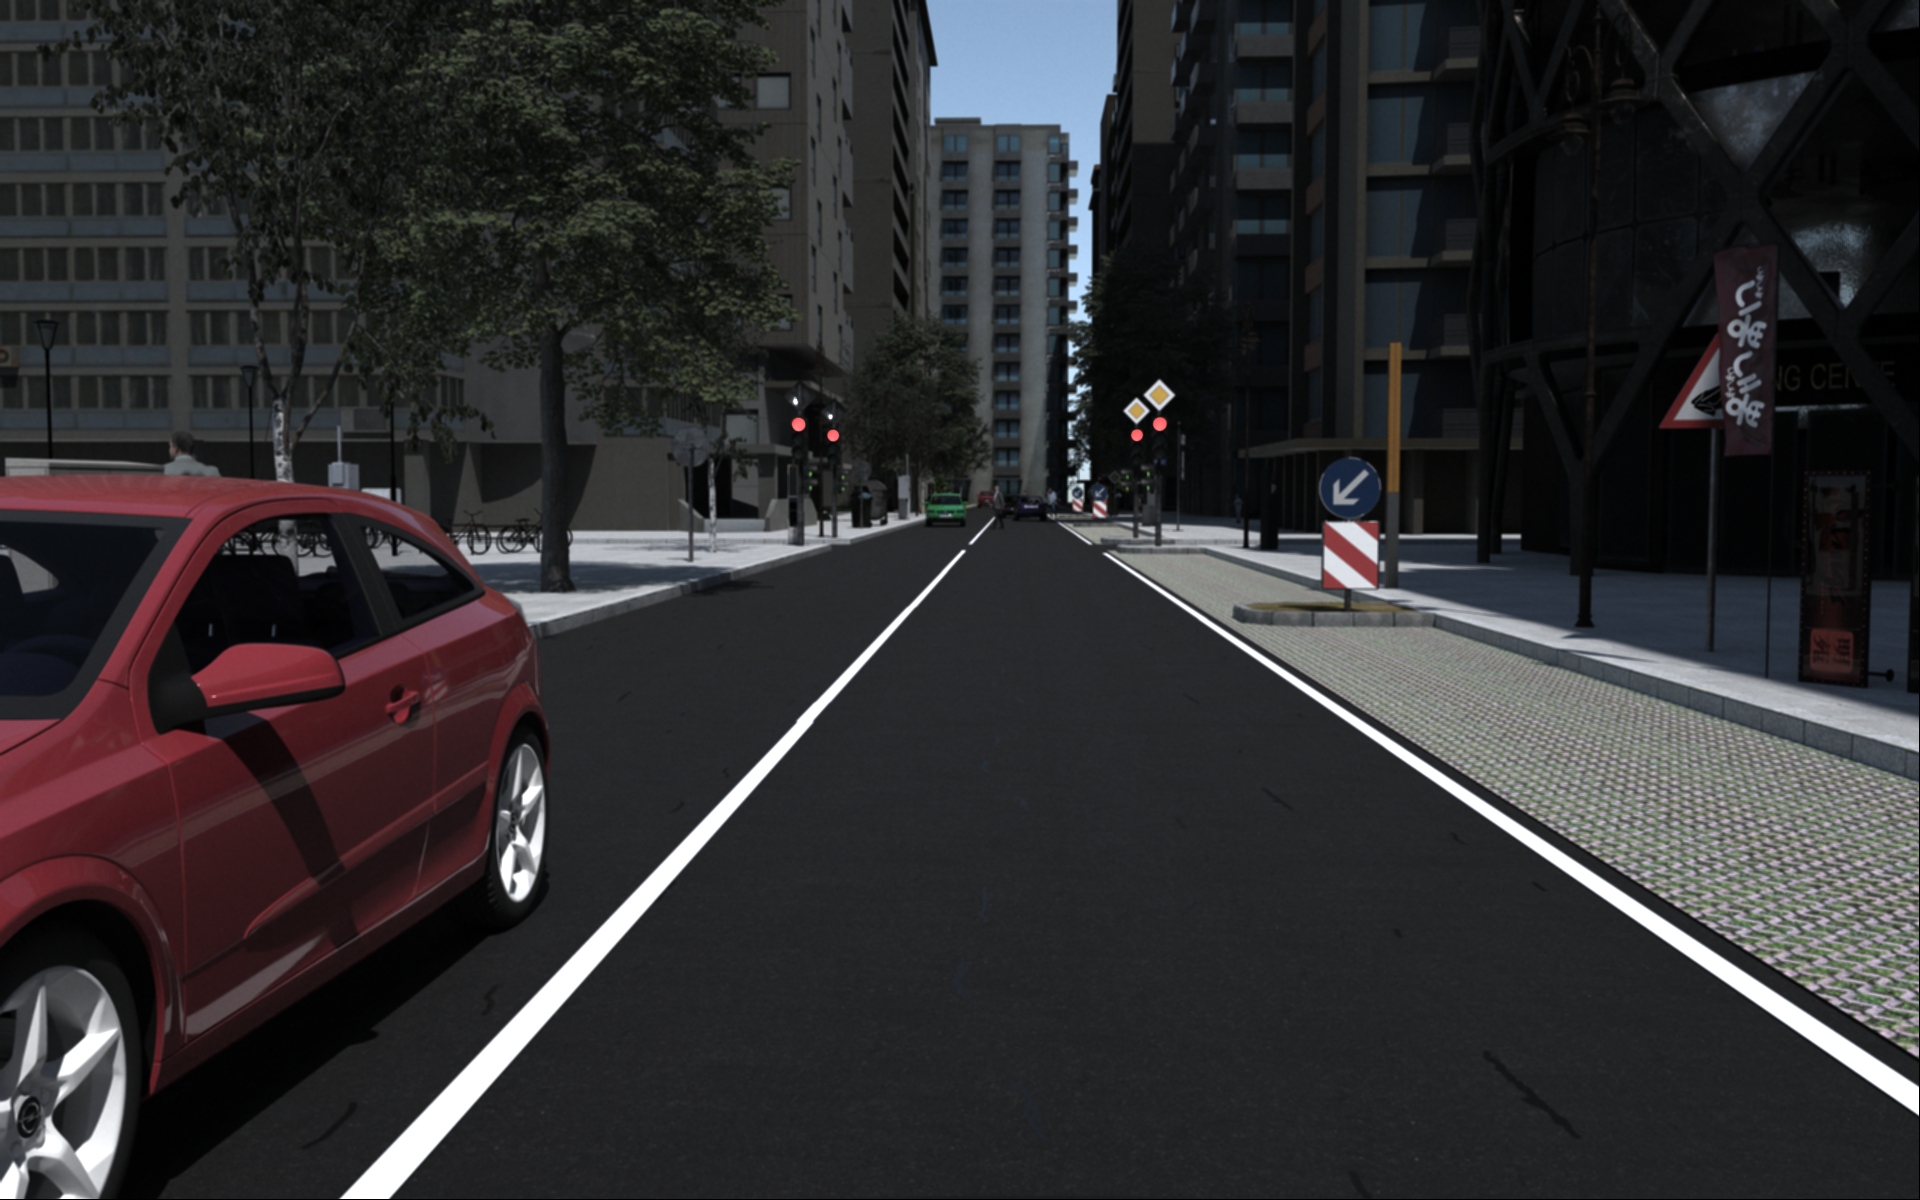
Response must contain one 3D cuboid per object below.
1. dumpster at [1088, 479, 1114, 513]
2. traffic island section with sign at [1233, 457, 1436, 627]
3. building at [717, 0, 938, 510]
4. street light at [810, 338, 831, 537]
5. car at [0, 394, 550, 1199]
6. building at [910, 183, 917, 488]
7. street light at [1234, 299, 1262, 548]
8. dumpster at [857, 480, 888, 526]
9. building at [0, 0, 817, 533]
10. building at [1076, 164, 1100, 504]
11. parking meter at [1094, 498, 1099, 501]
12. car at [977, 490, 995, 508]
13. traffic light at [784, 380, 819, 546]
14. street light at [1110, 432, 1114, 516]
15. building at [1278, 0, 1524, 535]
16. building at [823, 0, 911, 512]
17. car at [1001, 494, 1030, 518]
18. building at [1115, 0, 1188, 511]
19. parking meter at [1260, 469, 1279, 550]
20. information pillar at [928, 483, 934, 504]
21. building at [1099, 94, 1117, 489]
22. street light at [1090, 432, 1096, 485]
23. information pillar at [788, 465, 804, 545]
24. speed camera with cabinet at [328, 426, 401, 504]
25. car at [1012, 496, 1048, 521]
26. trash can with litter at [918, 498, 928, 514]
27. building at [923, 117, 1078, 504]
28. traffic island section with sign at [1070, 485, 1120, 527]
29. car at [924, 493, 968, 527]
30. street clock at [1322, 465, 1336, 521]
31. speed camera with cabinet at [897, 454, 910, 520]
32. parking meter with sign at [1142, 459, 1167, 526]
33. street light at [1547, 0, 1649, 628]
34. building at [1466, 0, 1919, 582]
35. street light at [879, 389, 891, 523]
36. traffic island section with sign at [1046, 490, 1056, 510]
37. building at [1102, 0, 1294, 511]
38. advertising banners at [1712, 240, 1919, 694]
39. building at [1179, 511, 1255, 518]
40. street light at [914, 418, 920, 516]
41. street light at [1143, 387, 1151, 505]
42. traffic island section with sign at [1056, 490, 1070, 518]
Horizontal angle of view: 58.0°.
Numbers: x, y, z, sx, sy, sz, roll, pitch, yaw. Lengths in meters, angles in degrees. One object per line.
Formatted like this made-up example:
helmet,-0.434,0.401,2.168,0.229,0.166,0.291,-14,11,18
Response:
dumpster,9.358,-6.956,116.218,1.502,2.255,1.985,0,4,2
traffic island section with sign,4.132,-0.664,19.492,1.989,1.847,2.006,0,4,2
building,-16.733,-36.363,183.769,27.495,52.752,28.713,0,4,2
street light,-4.119,-4.805,51.354,0.468,5.910,1.993,0,4,2
car,-2.409,0.286,4.357,2.155,1.783,4.494,0,4,3
building,-11.223,-23.422,154.651,14.160,30.474,14.107,0,4,2
street light,6.825,-4.181,41.147,0.468,5.910,1.993,0,4,2
dumpster,-3.632,-3.970,70.667,1.264,1.857,1.865,0,4,2
building,-22.297,-22.809,64.805,32.217,40.220,23.993,0,4,2
building,29.529,-34.707,222.086,28.867,44.769,22.147,0,4,2
parking meter,8.766,-6.278,111.061,0.372,1.533,0.369,0,3,0
car,2.892,-10.561,181.349,2.281,1.827,5.304,0,4,2
traffic light,-3.914,-3.286,42.642,0.839,4.253,0.868,0,4,2
street light,8.717,-7.779,99.979,0.468,5.910,1.993,0,4,2
building,25.203,-24.947,62.511,28.867,44.769,22.147,0,4,2
building,-15.206,-31.356,136.374,21.300,48.544,21.600,0,4,2
car,3.367,-5.783,104.343,2.009,1.686,4.222,0,4,2
building,24.035,-31.664,141.405,21.300,48.544,21.600,0,4,2
parking meter,7.136,-2.090,39.890,0.399,1.863,0.255,-3,5,-40
information pillar,-1.872,-6.527,111.212,0.304,2.012,0.304,3,4,39
building,22.612,-33.053,190.526,14.600,45.320,14.200,0,4,2
street light,9.586,-9.312,125.044,0.468,5.910,1.993,0,4,2
information pillar,-4.126,-2.391,43.585,0.304,2.012,0.304,2,4,24
speed camera with cabinet,-17.315,-3.429,50.396,2.038,3.252,0.660,1,4,14
car,3.774,-4.946,93.447,1.945,1.354,3.894,0,3,0
trash can with litter,-2.249,-6.291,114.244,1.055,1.170,0.624,-1,4,-18
building,-0.290,-36.914,223.150,30.456,49.044,23.786,0,4,2
traffic island section with sign,5.980,-4.117,75.935,1.989,1.847,2.006,0,4,2
car,-0.620,-4.184,77.199,1.959,1.807,4.718,0,4,0
street clock,9.241,-2.356,43.097,0.471,2.002,0.358,-3,4,-38
speed camera with cabinet,-2.802,-5.646,86.642,0.660,3.252,2.038,0,4,0
parking meter with sign,7.731,-4.461,69.205,0.543,3.016,1.738,2,4,24
street light,6.032,-2.676,16.547,0.468,5.910,1.993,0,4,2
building,17.672,-9.967,30.406,16.820,18.784,16.811,0,4,2
street light,-3.248,-6.315,76.039,0.468,5.910,1.993,0,4,2
traffic island section with sign,8.486,-8.818,152.796,1.989,1.847,2.006,0,4,2
building,26.251,-33.538,167.963,23.786,49.044,30.456,0,4,2
advertising banners,5.882,-0.939,11.534,0.090,3.025,2.074,-2,4,-30
building,24.662,-29.711,105.384,23.786,49.044,30.456,0,4,2
street light,-2.514,-7.831,100.827,0.468,5.910,1.993,0,4,2
street light,7.961,-6.237,74.760,0.468,5.910,1.993,0,4,2
traffic island section with sign,6.867,-5.775,103.050,1.989,1.847,2.006,0,4,2
